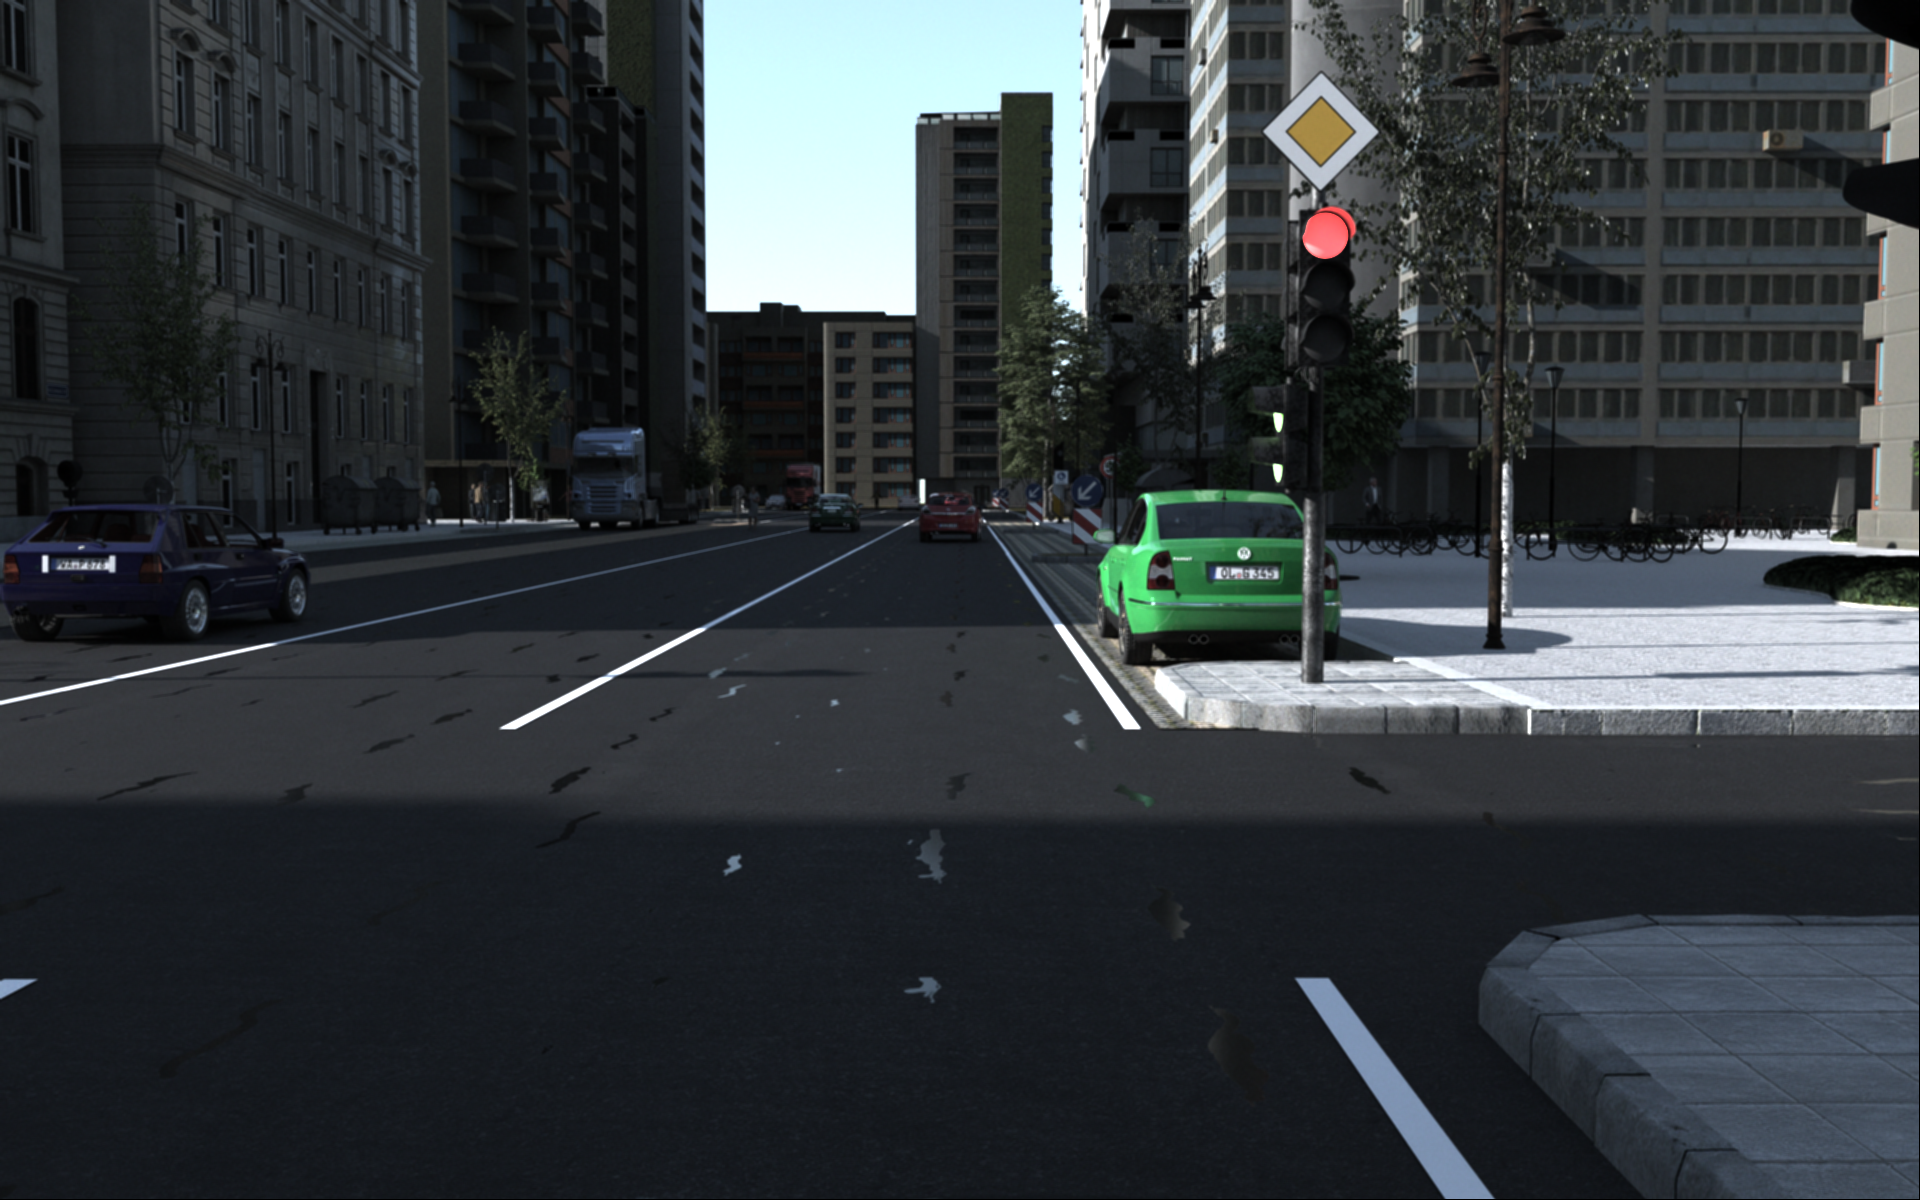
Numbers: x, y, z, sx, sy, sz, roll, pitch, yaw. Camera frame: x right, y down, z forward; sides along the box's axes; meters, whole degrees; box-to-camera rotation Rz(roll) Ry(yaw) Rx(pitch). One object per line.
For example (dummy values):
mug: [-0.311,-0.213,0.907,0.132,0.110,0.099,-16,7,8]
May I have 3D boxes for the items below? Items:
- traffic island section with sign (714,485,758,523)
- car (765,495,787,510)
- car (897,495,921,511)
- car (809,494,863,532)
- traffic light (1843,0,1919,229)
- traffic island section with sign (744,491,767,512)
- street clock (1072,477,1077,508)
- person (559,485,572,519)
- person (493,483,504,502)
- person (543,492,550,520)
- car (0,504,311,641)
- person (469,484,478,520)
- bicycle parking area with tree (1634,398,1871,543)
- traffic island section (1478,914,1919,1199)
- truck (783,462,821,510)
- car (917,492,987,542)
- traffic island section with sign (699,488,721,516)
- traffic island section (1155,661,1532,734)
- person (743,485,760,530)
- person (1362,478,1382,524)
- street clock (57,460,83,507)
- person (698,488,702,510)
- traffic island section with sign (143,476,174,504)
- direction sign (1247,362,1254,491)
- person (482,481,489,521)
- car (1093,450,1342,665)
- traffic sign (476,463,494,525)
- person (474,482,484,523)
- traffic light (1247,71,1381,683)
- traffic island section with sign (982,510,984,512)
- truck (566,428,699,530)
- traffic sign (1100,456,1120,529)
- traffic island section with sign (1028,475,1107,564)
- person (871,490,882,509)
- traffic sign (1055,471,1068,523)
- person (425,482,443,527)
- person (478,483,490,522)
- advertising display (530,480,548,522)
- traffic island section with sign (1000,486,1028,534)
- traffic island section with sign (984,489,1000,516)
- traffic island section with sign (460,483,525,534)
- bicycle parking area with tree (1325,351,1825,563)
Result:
traffic island section with sign: [-11.178,-4.802,86.647,2.006,1.907,1.989,0,4,0]
car: [-16.954,-9.064,160.561,2.083,1.381,4.827,0,4,0]
car: [-4.445,-8.486,151.108,2.083,1.381,4.827,0,4,0]
car: [-4.828,-3.376,66.993,2.131,1.459,4.920,0,4,-1]
traffic light: [0.267,-1.768,3.573,4.771,5.953,1.251,0,4,0]
traffic island section with sign: [-16.812,-8.128,141.524,1.989,1.847,2.006,0,4,0]
street clock: [4.902,-4.154,72.493,0.358,2.002,0.471,-2,4,-27]
person: [-20.435,-5.105,90.227,1.217,1.743,0.721,2,4,33]
person: [-22.396,-4.771,84.150,0.635,1.810,0.391,0,4,3]
person: [-20.295,-4.798,84.713,0.641,1.798,0.478,-3,4,-38]
car: [-8.278,-0.344,18.206,1.945,1.354,3.894,0,4,1]
person: [-24.118,-4.870,86.086,0.576,1.772,0.534,-2,4,-31]
bicycle parking area with tree: [25.991,-3.988,52.212,8.231,4.147,9.016,0,4,6]
traffic island section: [2.400,1.129,3.822,2.009,0.180,2.903,0,4,0]
truck: [-14.065,-10.178,155.315,2.839,4.237,11.283,0,4,-1]
car: [-0.264,-2.691,53.031,2.155,1.783,4.494,0,4,2]
traffic island section with sign: [-16.890,-6.480,114.569,1.989,1.847,2.006,0,4,0]
traffic island section: [2.423,0.641,11.807,2.009,0.180,2.903,0,4,0]
person: [-8.379,-3.695,69.269,0.716,1.782,0.532,1,4,21]
person: [12.429,-2.782,51.932,0.661,1.777,0.834,-1,4,-22]
street clock: [-19.155,-2.003,37.316,0.471,2.002,0.358,1,4,17]
person: [-20.614,-8.002,136.855,0.705,1.826,1.348,0,4,5]
traffic island section with sign: [-17.108,-1.703,36.474,1.989,1.847,2.006,0,4,0]
direction sign: [4.900,-2.268,29.081,0.379,3.537,0.876,1,4,22]
person: [-22.391,-4.657,81.542,0.474,1.900,0.648,0,4,-3]
car: [2.241,-0.427,15.783,1.959,1.807,4.718,0,4,0]
traffic sign: [-19.567,-4.357,71.348,0.768,2.556,0.104,1,4,8]
person: [-21.489,-4.377,77.524,0.656,1.842,0.836,1,4,10]
traffic light: [2.383,-1.393,11.693,0.839,4.253,0.868,0,4,0]
traffic island section with sign: [2.814,-8.121,141.403,1.989,1.847,2.006,0,4,0]
truck: [-14.001,-5.275,76.011,2.967,4.110,18.799,0,4,-1]
traffic sign: [5.023,-3.508,57.465,0.768,2.556,0.104,0,4,3]
traffic island section with sign: [2.507,-1.699,36.405,1.989,1.847,2.006,0,4,0]
person: [-7.753,-9.320,160.974,1.348,1.812,0.705,2,4,32]
traffic sign: [4.413,-4.484,75.441,0.606,2.300,0.079,0,4,4]
person: [-20.516,-3.737,67.635,0.515,1.767,0.782,1,4,23]
person: [-21.958,-4.513,80.178,0.623,1.781,0.721,1,4,19]
advertising display: [-19.407,-4.565,79.852,0.123,1.923,0.974,2,4,31]
traffic island section with sign: [2.582,-3.348,63.361,1.989,1.847,2.006,0,4,0]
traffic island section with sign: [2.736,-6.422,113.623,1.989,1.847,2.006,0,4,0]
traffic island section with sign: [-17.041,-3.352,63.429,1.989,1.847,2.006,0,4,0]
bicycle parking area with tree: [12.082,-3.061,37.043,8.231,4.147,9.016,-3,5,-42]
